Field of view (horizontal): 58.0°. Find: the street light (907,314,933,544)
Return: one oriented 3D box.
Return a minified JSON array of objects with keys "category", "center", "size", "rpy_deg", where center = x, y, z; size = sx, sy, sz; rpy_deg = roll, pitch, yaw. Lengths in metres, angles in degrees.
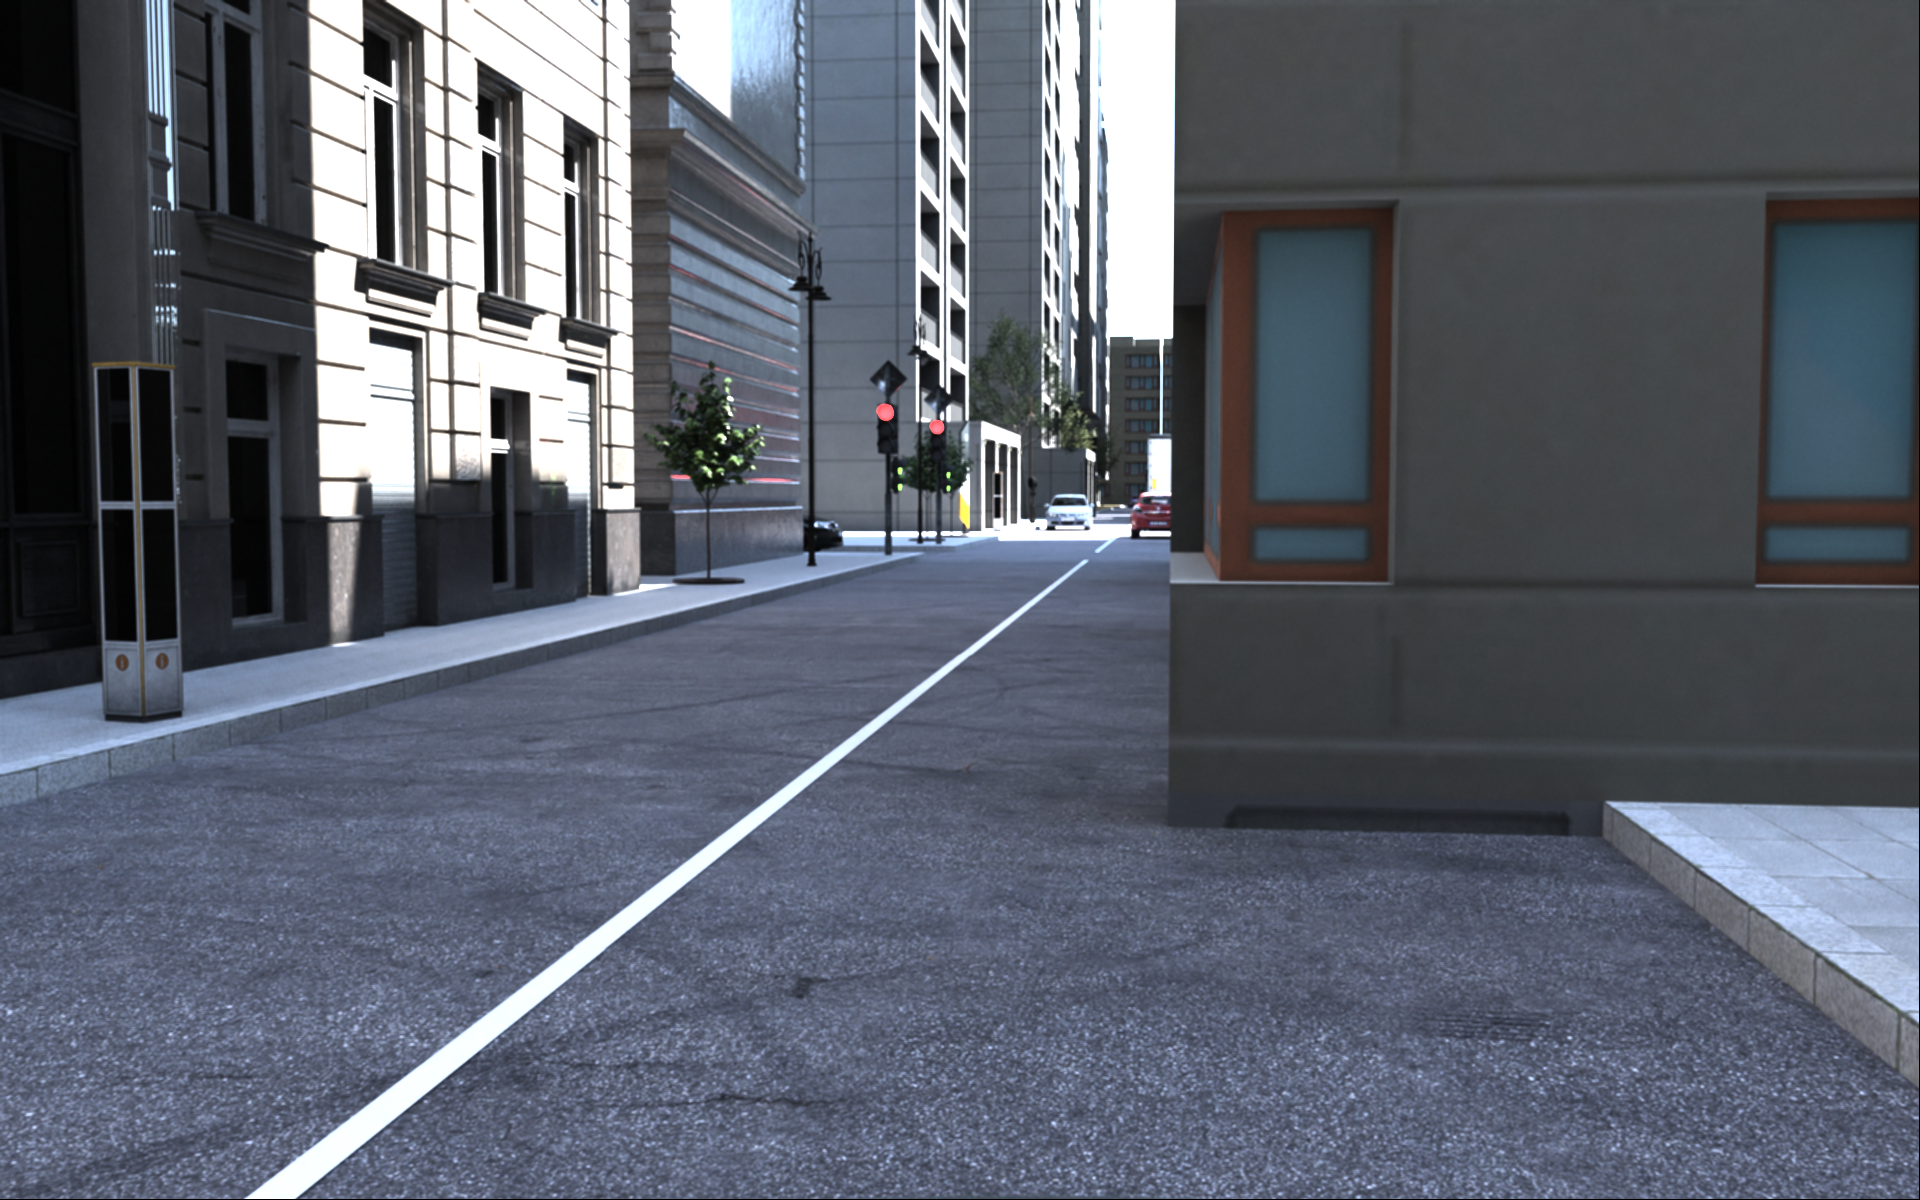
[{"category":"street light","center":[-1.031,-4.392,44.596],"size":[0.468,5.910,1.993],"rpy_deg":[0,4,7]}]

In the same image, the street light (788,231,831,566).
[{"category":"street light","center":[-2.645,-3.544,30.740],"size":[0.468,5.910,1.993],"rpy_deg":[0,4,7]}]

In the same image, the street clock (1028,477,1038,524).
[{"category":"street clock","center":[3.154,-4.312,75.070],"size":[0.358,2.002,0.471],"rpy_deg":[-2,4,-26]}]

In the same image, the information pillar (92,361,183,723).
[{"category":"information pillar","center":[-4.653,-0.326,9.815],"size":[0.304,2.012,0.304],"rpy_deg":[1,4,20]}]

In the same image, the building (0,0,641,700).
[{"category":"building","center":[-11.333,-13.073,11.007],"size":[12.463,27.353,25.104],"rpy_deg":[0,4,7]}]

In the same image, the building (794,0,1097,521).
[{"category":"building","center":[-2.363,-40.502,100.465],"size":[20.563,71.187,20.611],"rpy_deg":[0,4,7]}]

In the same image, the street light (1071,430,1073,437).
[{"category":"street light","center":[7.369,-8.576,113.009],"size":[0.468,5.910,1.993],"rpy_deg":[0,4,7]}]

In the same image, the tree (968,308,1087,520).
[{"category":"tree","center":[2.951,-9.339,87.112],"size":[7.601,10.594,8.767],"rpy_deg":[1,4,11]}]

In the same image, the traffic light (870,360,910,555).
[{"category":"traffic light","center":[-1.491,-2.902,36.362],"size":[0.839,4.253,0.868],"rpy_deg":[0,4,7]}]

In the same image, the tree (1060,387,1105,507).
[{"category":"tree","center":[7.191,-10.151,116.327],"size":[4.737,8.622,4.395],"rpy_deg":[0,3,0]}]

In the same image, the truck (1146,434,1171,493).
[{"category":"truck","center":[10.675,-5.976,86.614],"size":[2.839,4.237,11.283],"rpy_deg":[0,4,7]}]

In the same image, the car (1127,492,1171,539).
[{"category":"car","center":[6.548,-2.925,56.861],"size":[2.155,1.783,4.494],"rpy_deg":[0,4,7]}]

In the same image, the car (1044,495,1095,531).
[{"category":"car","center":[4.380,-3.494,69.126],"size":[2.014,1.417,4.499],"rpy_deg":[0,4,6]}]

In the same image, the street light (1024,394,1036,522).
[{"category":"street light","center":[3.224,-6.490,78.897],"size":[0.468,5.910,1.993],"rpy_deg":[0,4,7]}]

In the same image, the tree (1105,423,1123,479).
[{"category":"tree","center":[14.609,-13.868,177.111],"size":[4.737,8.622,4.395],"rpy_deg":[0,3,0]}]

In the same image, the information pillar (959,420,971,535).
[{"category":"information pillar","center":[0.134,-3.876,54.724],"size":[0.183,3.616,0.504],"rpy_deg":[2,4,31]}]

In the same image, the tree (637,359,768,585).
[{"category":"tree","center":[-3.507,-1.853,24.894],"size":[1.663,3.219,1.824],"rpy_deg":[0,3,0]}]

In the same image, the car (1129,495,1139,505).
[{"category":"car","center":[19.536,-10.864,190.210],"size":[1.945,1.354,3.894],"rpy_deg":[0,4,6]}]

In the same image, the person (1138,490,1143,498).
[{"category":"person","center":[18.691,-10.366,177.612],"size":[0.705,1.869,1.348],"rpy_deg":[-3,5,-45]}]

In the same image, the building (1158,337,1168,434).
[{"category":"building","center":[39.410,-22.515,213.160],"size":[28.899,21.520,27.650],"rpy_deg":[0,4,7]}]

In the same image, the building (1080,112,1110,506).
[{"category":"building","center":[9.142,-30.856,188.090],"size":[14.086,41.232,14.154],"rpy_deg":[0,4,7]}]

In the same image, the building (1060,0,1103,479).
[{"category":"building","center":[-0.708,-34.955,160.754],"size":[28.713,52.752,27.495],"rpy_deg":[0,4,7]}]

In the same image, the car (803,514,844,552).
[{"category":"car","center":[-4.898,-1.938,41.473],"size":[4.222,1.686,2.009],"rpy_deg":[0,4,7]}]

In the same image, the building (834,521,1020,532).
[{"category":"building","center":[-8.147,-38.495,67.638],"size":[20.563,71.187,20.611],"rpy_deg":[0,4,7]}]

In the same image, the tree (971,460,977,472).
[{"category":"tree","center":[-0.391,-3.492,51.689],"size":[1.663,3.219,1.824],"rpy_deg":[0,3,0]}]

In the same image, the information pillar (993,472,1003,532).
[{"category":"information pillar","center":[1.277,-3.295,58.367],"size":[0.304,2.012,0.304],"rpy_deg":[0,4,6]}]

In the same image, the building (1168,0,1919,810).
[{"category":"building","center":[16.363,-10.667,19.443],"size":[27.650,21.520,28.899],"rpy_deg":[0,4,7]}]

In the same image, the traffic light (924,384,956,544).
[{"category":"traffic light","center":[-0.527,-3.386,44.289],"size":[0.839,4.253,0.868],"rpy_deg":[0,4,7]}]

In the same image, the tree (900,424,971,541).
[{"category":"tree","center":[-0.784,-3.246,47.677],"size":[1.663,3.219,1.824],"rpy_deg":[0,3,0]}]

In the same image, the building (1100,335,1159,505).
[{"category":"building","center":[10.592,-22.764,217.227],"size":[28.899,21.520,27.650],"rpy_deg":[0,4,7]}]

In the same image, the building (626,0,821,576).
[{"category":"building","center":[-13.058,-12.442,32.297],"size":[19.941,23.489,11.050],"rpy_deg":[0,4,7]}]
